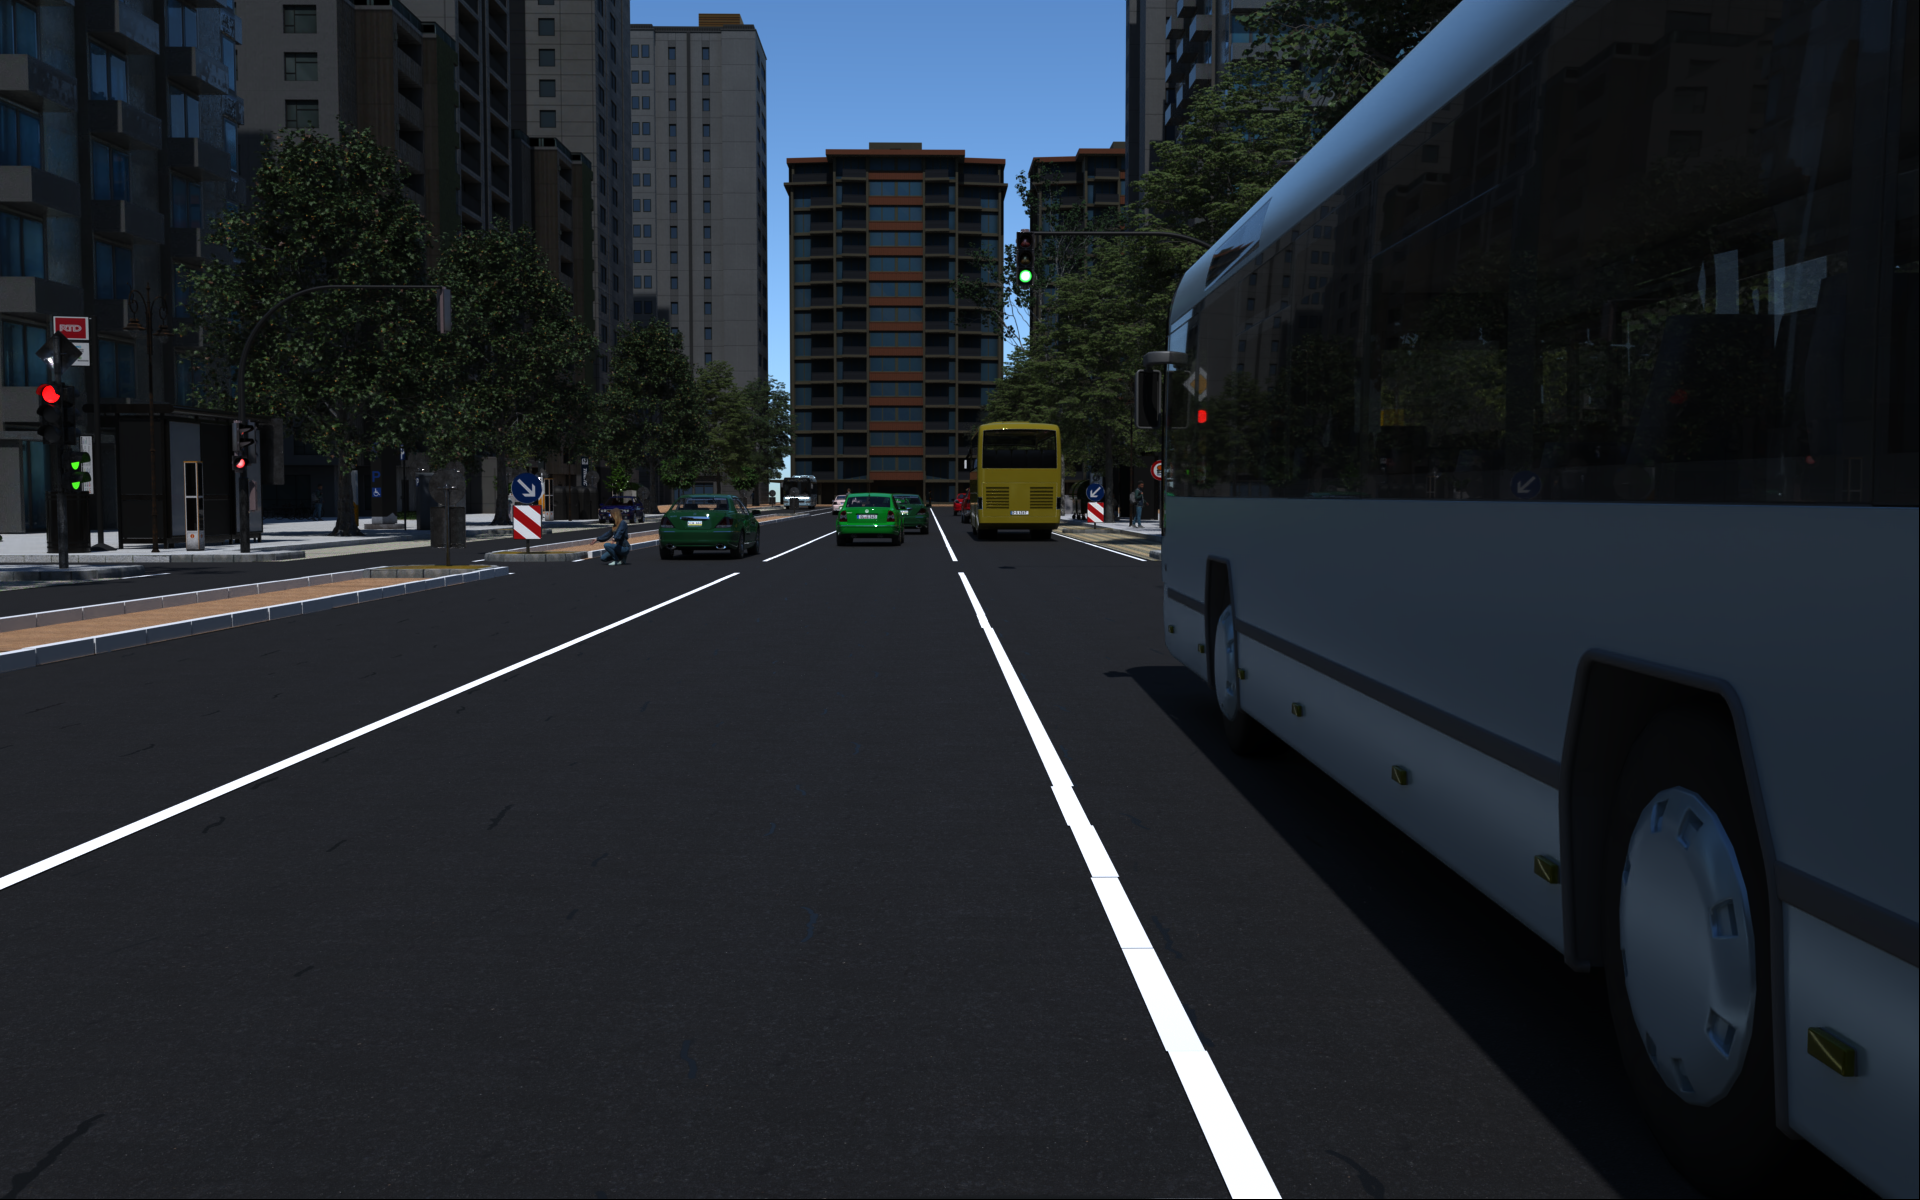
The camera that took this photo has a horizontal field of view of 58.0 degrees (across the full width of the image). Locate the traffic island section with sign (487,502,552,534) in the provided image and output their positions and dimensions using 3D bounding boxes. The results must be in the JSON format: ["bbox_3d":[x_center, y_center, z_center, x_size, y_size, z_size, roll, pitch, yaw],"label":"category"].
[{"bbox_3d":[-15.821,-3.293,62.467,1.989,1.847,2.006,0,4,-1],"label":"traffic island section with sign"}]

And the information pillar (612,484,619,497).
[{"bbox_3d":[-19.600,-5.759,98.655,0.304,2.012,0.304,1,4,14],"label":"information pillar"}]

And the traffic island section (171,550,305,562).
[{"bbox_3d":[-15.642,-0.953,37.862,2.009,0.180,2.903,0,4,-1],"label":"traffic island section"}]

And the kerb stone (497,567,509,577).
[{"bbox_3d":[-8.070,-0.485,30.279,0.120,0.150,1.000,0,4,-1],"label":"kerb stone"}]

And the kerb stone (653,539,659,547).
[{"bbox_3d":[-8.430,-1.532,47.255,0.120,0.150,1.000,0,4,-1],"label":"kerb stone"}]

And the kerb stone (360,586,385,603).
[{"bbox_3d":[-7.923,-0.056,23.104,0.120,0.150,1.000,0,4,-1],"label":"kerb stone"}]

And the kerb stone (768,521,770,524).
[{"bbox_3d":[-9.133,-3.603,81.162,0.120,0.150,1.000,0,4,-1],"label":"kerb stone"}]

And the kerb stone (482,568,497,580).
[{"bbox_3d":[-8.042,-0.431,29.244,0.120,0.150,1.000,0,4,-1],"label":"kerb stone"}]

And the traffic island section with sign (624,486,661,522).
[{"bbox_3d":[-16.393,-4.952,89.600,1.989,1.847,2.006,0,4,-1],"label":"traffic island section with sign"}]

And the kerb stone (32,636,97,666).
[{"bbox_3d":[-7.754,0.446,14.904,0.120,0.150,1.000,0,4,-1],"label":"kerb stone"}]

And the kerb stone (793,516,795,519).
[{"bbox_3d":[-9.451,-4.548,96.558,0.120,0.150,1.000,0,4,-1],"label":"kerb stone"}]

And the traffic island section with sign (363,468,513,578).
[{"bbox_3d":[-9.117,-1.352,30.245,2.006,1.907,1.989,0,4,-1],"label":"traffic island section with sign"}]

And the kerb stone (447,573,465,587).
[{"bbox_3d":[-8.006,-0.305,27.200,0.120,0.150,1.000,0,4,-1],"label":"kerb stone"}]

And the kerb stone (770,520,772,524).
[{"bbox_3d":[-9.154,-3.665,82.185,0.120,0.150,1.000,0,4,-1],"label":"kerb stone"}]

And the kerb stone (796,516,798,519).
[{"bbox_3d":[-9.491,-4.673,98.602,0.120,0.150,1.000,0,4,-1],"label":"kerb stone"}]

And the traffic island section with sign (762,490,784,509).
[{"bbox_3d":[-18.001,-9.659,166.555,1.989,1.847,2.006,0,4,-1],"label":"traffic island section with sign"}]

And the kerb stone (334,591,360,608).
[{"bbox_3d":[-7.906,0.007,22.075,0.120,0.150,1.000,0,4,-1],"label":"kerb stone"}]

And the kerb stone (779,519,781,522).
[{"bbox_3d":[-9.257,-3.983,87.321,0.120,0.150,1.000,0,4,-1],"label":"kerb stone"}]

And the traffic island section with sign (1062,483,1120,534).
[{"bbox_3d":[4.774,-3.351,63.422,1.989,1.847,2.006,0,4,-1],"label":"traffic island section with sign"}]

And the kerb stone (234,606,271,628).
[{"bbox_3d":[-7.842,0.195,19.002,0.120,0.150,1.000,0,4,-1],"label":"kerb stone"}]

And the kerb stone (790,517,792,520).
[{"bbox_3d":[-9.409,-4.419,94.510,0.120,0.150,1.000,0,4,-1],"label":"kerb stone"}]

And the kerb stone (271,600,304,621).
[{"bbox_3d":[-7.855,0.132,20.032,0.120,0.150,1.000,0,4,-1],"label":"kerb stone"}]

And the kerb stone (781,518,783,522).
[{"bbox_3d":[-9.279,-4.045,88.345,0.120,0.150,1.000,0,4,-1],"label":"kerb stone"}]

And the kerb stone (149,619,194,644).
[{"bbox_3d":[-7.797,0.321,16.954,0.120,0.150,1.000,0,4,-1],"label":"kerb stone"}]

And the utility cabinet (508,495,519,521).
[{"bbox_3d":[-21.451,-4.422,83.465,1.020,1.237,0.306,1,4,16],"label":"utility cabinet"}]

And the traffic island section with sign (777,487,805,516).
[{"bbox_3d":[-10.836,-6.400,112.773,2.006,1.907,1.989,0,4,-1],"label":"traffic island section with sign"}]

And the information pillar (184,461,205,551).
[{"bbox_3d":[-17.266,-2.114,39.059,0.304,2.012,0.304,0,4,0],"label":"information pillar"}]

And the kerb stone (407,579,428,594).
[{"bbox_3d":[-7.965,-0.181,25.155,0.120,0.150,1.000,0,4,-1],"label":"kerb stone"}]

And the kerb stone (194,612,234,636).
[{"bbox_3d":[-7.823,0.258,17.977,0.120,0.150,1.000,0,4,-1],"label":"kerb stone"}]

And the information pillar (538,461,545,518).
[{"bbox_3d":[-22.462,-6.214,92.960,0.504,3.616,0.183,3,4,36],"label":"information pillar"}]

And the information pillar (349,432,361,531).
[{"bbox_3d":[-21.196,-4.224,60.419,0.504,3.616,0.183,2,4,29],"label":"information pillar"}]

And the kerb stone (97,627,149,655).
[{"bbox_3d":[-7.771,0.383,15.932,0.120,0.150,1.000,0,4,-1],"label":"kerb stone"}]

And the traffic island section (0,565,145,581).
[{"bbox_3d":[-15.475,-0.465,29.879,2.009,0.180,2.903,0,4,-1],"label":"traffic island section"}]

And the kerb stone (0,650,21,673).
[{"bbox_3d":[-7.725,0.514,13.882,0.120,0.150,1.000,0,4,-1],"label":"kerb stone"}]

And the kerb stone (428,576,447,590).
[{"bbox_3d":[-7.990,-0.238,26.177,0.120,0.150,1.000,0,4,-1],"label":"kerb stone"}]

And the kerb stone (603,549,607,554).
[{"bbox_3d":[-8.270,-1.094,40.082,0.120,0.150,1.000,0,4,-1],"label":"kerb stone"}]

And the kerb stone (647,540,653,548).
[{"bbox_3d":[-8.405,-1.468,46.223,0.120,0.150,1.000,0,4,-1],"label":"kerb stone"}]

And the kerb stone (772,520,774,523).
[{"bbox_3d":[-9.174,-3.732,83.217,0.120,0.150,1.000,0,4,-1],"label":"kerb stone"}]

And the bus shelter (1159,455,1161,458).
[{"bbox_3d":[9.197,-4.556,68.409,2.014,3.302,5.546,0,4,-1],"label":"bus shelter"}]

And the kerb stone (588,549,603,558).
[{"bbox_3d":[-8.256,-1.031,39.060,0.120,0.150,1.000,0,4,-1],"label":"kerb stone"}]

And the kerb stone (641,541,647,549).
[{"bbox_3d":[-8.382,-1.407,45.198,0.120,0.150,1.000,0,4,-1],"label":"kerb stone"}]

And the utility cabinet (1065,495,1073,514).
[{"bbox_3d":[7.073,-6.159,111.859,1.020,1.237,0.306,-1,4,-16],"label":"utility cabinet"}]

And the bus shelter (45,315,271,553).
[{"bbox_3d":[-19.304,-3.916,41.652,2.179,5.291,8.768,0,4,-1],"label":"bus shelter"}]

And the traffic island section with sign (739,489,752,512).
[{"bbox_3d":[-17.445,-8.011,139.606,1.989,1.847,2.006,0,4,-1],"label":"traffic island section with sign"}]

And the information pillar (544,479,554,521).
[{"bbox_3d":[-19.612,-4.780,82.642,0.304,2.012,0.304,2,4,25],"label":"information pillar"}]

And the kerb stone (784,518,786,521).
[{"bbox_3d":[-9.319,-4.171,90.408,0.120,0.150,1.000,0,4,-1],"label":"kerb stone"}]

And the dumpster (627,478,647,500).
[{"bbox_3d":[-19.632,-6.200,103.868,1.502,2.255,1.985,0,4,-1],"label":"dumpster"}]

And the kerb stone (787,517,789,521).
[{"bbox_3d":[-9.368,-4.298,92.460,0.120,0.150,1.000,0,4,-1],"label":"kerb stone"}]

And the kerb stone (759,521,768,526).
[{"bbox_3d":[-9.109,-3.544,80.133,0.120,0.150,1.000,0,4,-1],"label":"kerb stone"}]

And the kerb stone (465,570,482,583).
[{"bbox_3d":[-8.024,-0.360,28.222,0.120,0.150,1.000,0,4,-1],"label":"kerb stone"}]

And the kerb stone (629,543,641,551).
[{"bbox_3d":[-8.357,-1.344,44.176,0.120,0.150,1.000,0,4,-1],"label":"kerb stone"}]

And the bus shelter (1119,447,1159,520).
[{"bbox_3d":[8.980,-5.951,88.577,1.731,3.624,6.357,0,4,-1],"label":"bus shelter"}]

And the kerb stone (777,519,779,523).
[{"bbox_3d":[-9.246,-3.915,86.295,0.120,0.150,1.000,0,4,-1],"label":"kerb stone"}]

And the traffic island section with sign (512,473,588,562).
[{"bbox_3d":[-9.262,-1.805,37.650,2.006,1.907,1.989,0,4,-1],"label":"traffic island section with sign"}]

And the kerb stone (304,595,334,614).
[{"bbox_3d":[-7.873,0.070,21.053,0.120,0.150,1.000,0,4,-1],"label":"kerb stone"}]

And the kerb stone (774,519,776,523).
[{"bbox_3d":[-9.200,-3.792,84.245,0.120,0.150,1.000,0,4,-1],"label":"kerb stone"}]

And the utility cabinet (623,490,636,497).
[{"bbox_3d":[-18.941,-5.554,99.479,0.318,1.500,1.173,-2,4,-34],"label":"utility cabinet"}]

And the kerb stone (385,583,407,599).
[{"bbox_3d":[-7.946,-0.115,24.126,0.120,0.150,1.000,0,4,-1],"label":"kerb stone"}]
